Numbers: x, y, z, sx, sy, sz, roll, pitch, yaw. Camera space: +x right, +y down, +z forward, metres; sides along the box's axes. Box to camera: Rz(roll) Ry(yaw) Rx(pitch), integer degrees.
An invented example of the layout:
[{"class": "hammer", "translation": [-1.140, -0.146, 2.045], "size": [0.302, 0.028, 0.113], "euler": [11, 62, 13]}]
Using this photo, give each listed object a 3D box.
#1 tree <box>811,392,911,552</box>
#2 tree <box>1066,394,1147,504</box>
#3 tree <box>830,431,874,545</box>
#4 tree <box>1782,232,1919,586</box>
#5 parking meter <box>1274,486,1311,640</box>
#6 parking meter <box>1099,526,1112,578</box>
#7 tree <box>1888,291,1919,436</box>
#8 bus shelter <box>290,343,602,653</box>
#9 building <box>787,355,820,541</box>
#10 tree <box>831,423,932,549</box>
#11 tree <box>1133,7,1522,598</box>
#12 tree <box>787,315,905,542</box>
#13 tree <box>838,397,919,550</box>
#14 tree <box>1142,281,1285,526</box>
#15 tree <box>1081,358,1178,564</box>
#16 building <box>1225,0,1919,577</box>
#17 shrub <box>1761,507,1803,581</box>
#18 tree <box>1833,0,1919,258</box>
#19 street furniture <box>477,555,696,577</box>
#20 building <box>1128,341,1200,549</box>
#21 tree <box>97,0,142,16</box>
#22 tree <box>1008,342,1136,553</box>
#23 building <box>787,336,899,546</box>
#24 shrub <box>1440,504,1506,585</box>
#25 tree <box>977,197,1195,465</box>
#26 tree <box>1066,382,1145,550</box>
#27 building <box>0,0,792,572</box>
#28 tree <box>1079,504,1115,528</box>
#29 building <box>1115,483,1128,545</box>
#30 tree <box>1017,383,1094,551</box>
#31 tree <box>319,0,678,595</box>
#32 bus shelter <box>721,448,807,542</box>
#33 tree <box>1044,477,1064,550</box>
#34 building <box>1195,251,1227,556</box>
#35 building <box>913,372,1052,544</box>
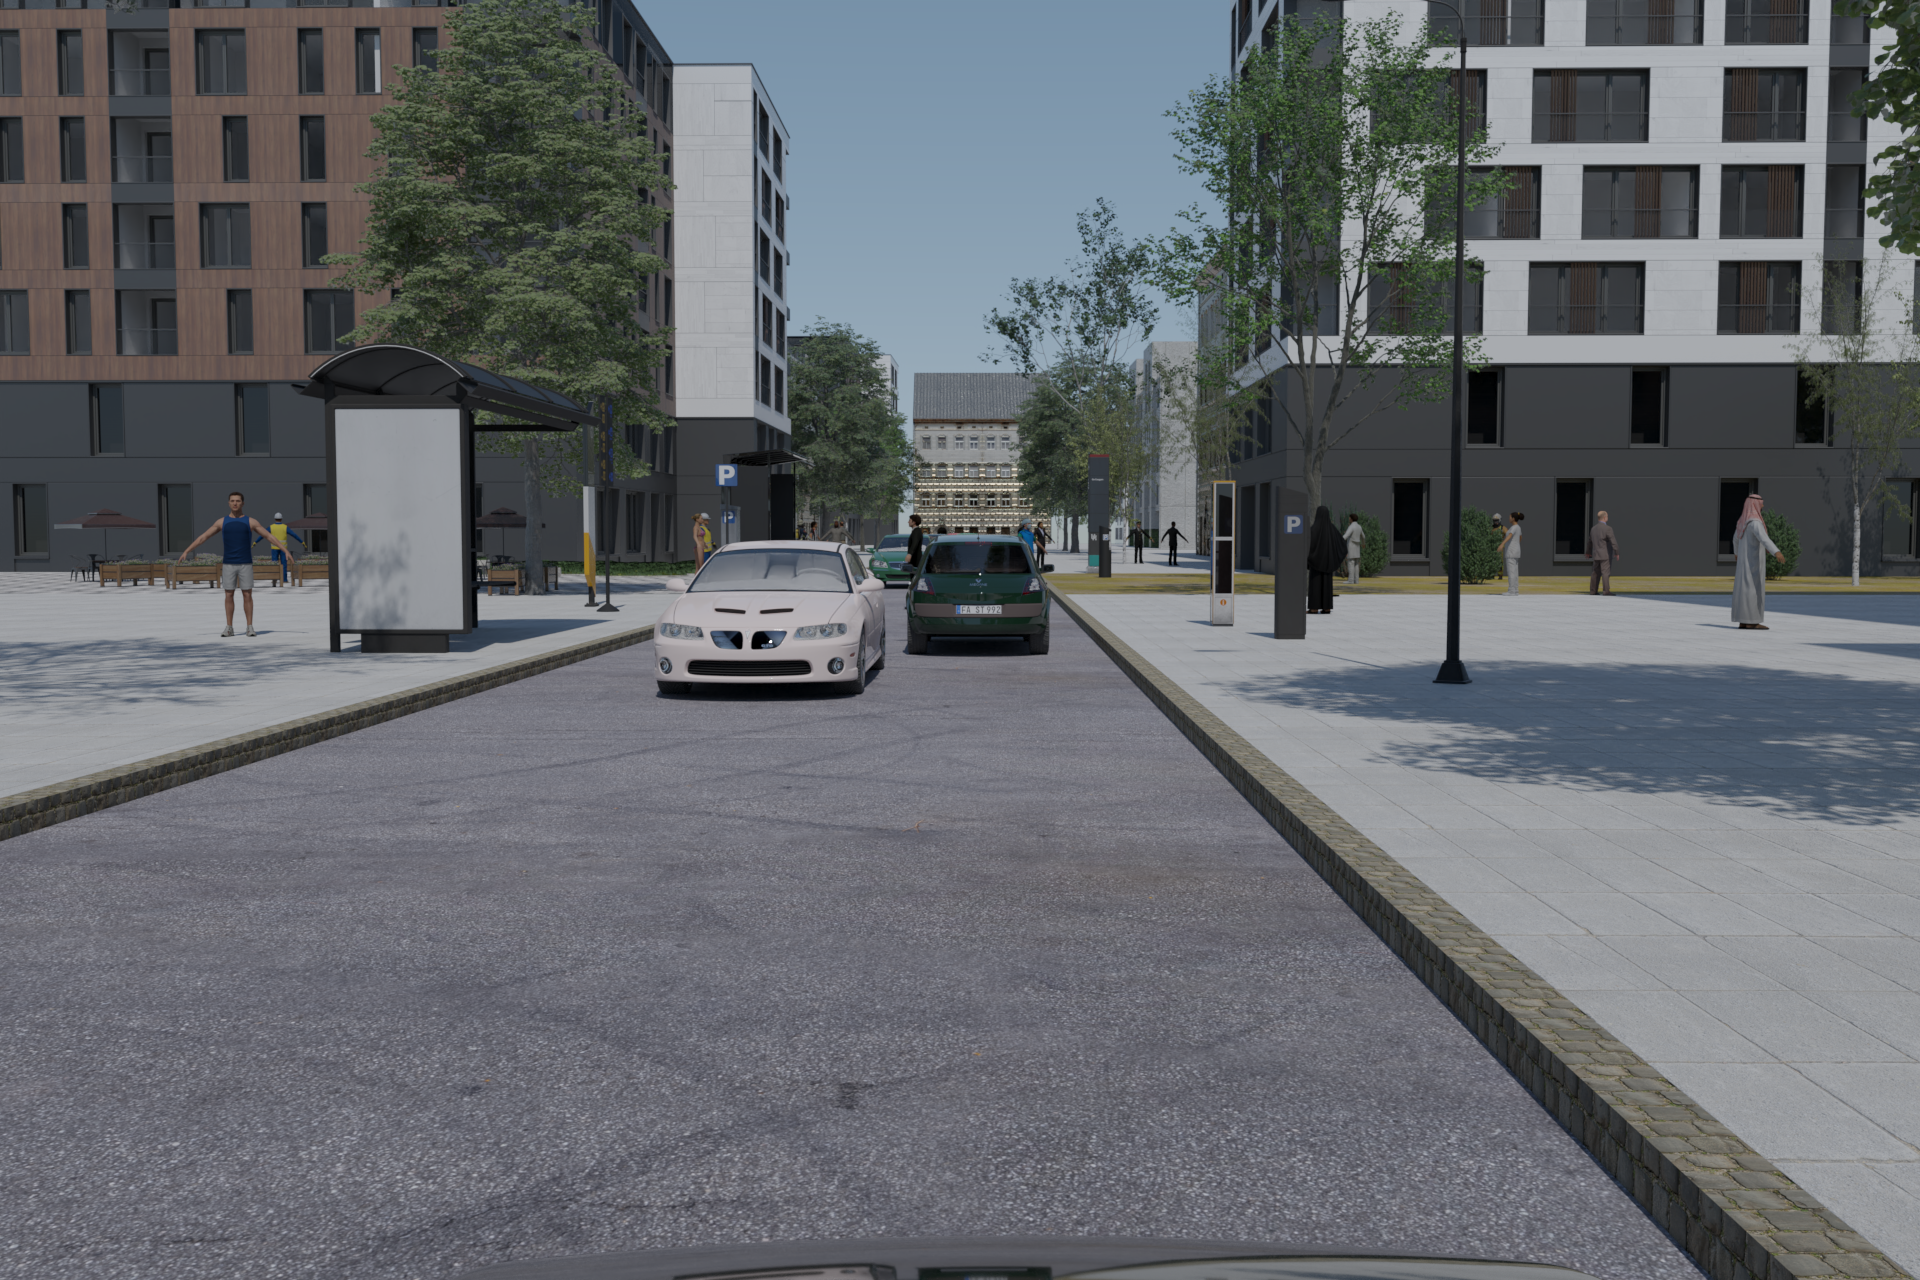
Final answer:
[{"class": "tree", "translation": [-7.157, -12.152, 124.438], "size": [9.928, 11.665, 9.643], "euler": [0, 3, 0]}, {"class": "tree", "translation": [7.052, -8.499, 89.313], "size": [4.360, 8.622, 3.978], "euler": [0, 3, 0]}, {"class": "tree", "translation": [-7.544, -10.156, 116.420], "size": [4.737, 8.622, 4.395], "euler": [0, 3, 0]}, {"class": "tree", "translation": [22.010, -5.650, 42.734], "size": [4.360, 8.622, 3.978], "euler": [0, 3, 0]}, {"class": "parking meter", "translation": [4.051, -0.942, 21.117], "size": [0.399, 1.863, 0.255], "euler": [0, 4, 1]}, {"class": "parking meter", "translation": [4.271, -2.601, 50.945], "size": [0.372, 1.533, 0.369], "euler": [0, 3, 0]}, {"class": "tree", "translation": [27.620, -5.958, 47.769], "size": [4.737, 8.622, 4.395], "euler": [0, 3, 0]}, {"class": "bus shelter", "translation": [-5.996, -1.663, 21.114], "size": [2.014, 3.302, 5.546], "euler": [0, 4, 2]}, {"class": "building", "translation": [-23.480, -20.304, 162.892], "size": [19.493, 23.208, 18.063], "euler": [0, 4, 1]}, {"class": "tree", "translation": [-6.464, -12.278, 135.152], "size": [8.767, 10.594, 7.601], "euler": [0, 4, -3]}, {"class": "tree", "translation": [7.237, -6.686, 35.068], "size": [9.928, 11.665, 9.643], "euler": [0, 3, 0]}, {"class": "tree", "translation": [-7.926, -11.988, 102.665], "size": [9.857, 13.997, 8.962], "euler": [0, 3, 0]}, {"class": "tree", "translation": [-7.046, -13.801, 143.777], "size": [7.486, 12.596, 7.792], "euler": [0, 3, 0]}, {"class": "tree", "translation": [7.768, -6.073, 49.662], "size": [4.360, 8.622, 3.978], "euler": [0, 3, 0]}, {"class": "tree", "translation": [6.779, -7.538, 73.608], "size": [4.360, 8.622, 3.978], "euler": [0, 3, 0]}, {"class": "building", "translation": [24.114, -13.686, 67.741], "size": [27.936, 21.610, 32.646], "euler": [0, 4, 1]}, {"class": "shrub", "translation": [22.373, -2.660, 47.914], "size": [1.690, 2.028, 1.600], "euler": [0, 3, 0]}, {"class": "tree", "translation": [6.033, -5.466, 7.494], "size": [7.486, 12.596, 7.792], "euler": [0, 3, 0]}, {"class": "street furniture", "translation": [-11.873, -2.349, 54.033], "size": [10.072, 0.657, 5.734], "euler": [0, 4, -7]}, {"class": "building", "translation": [26.057, -18.409, 167.437], "size": [16.747, 18.905, 31.486], "euler": [0, 4, 1]}, {"class": "tree", "translation": [-8.946, -6.108, 10.239], "size": [12.009, 13.543, 11.850], "euler": [0, 3, 0]}, {"class": "tree", "translation": [7.844, -12.839, 116.575], "size": [9.857, 13.997, 8.962], "euler": [0, 3, 0]}, {"class": "building", "translation": [-21.854, -21.476, 195.112], "size": [27.936, 21.610, 32.646], "euler": [0, 4, 2]}, {"class": "shrub", "translation": [13.041, -2.452, 44.130], "size": [1.661, 2.075, 1.752], "euler": [0, 3, 0]}, {"class": "tree", "translation": [7.252, -14.948, 100.295], "size": [12.611, 20.169, 13.585], "euler": [0, 3, 0]}, {"class": "tree", "translation": [7.190, -8.130, 83.290], "size": [4.737, 8.622, 4.395], "euler": [0, 3, 0]}, {"class": "building", "translation": [-22.984, -14.046, 73.628], "size": [27.936, 21.610, 32.646], "euler": [0, 4, 1]}, {"class": "tree", "translation": [18.879, -19.234, 232.597], "size": [7.486, 12.596, 7.792], "euler": [0, 3, 0]}, {"class": "building", "translation": [24.258, -16.370, 209.794], "size": [9.099, 9.664, 28.070], "euler": [0, 4, 1]}, {"class": "tree", "translation": [7.956, -12.943, 129.752], "size": [7.486, 12.596, 7.792], "euler": [0, 3, 0]}, {"class": "tree", "translation": [-9.267, -7.198, 35.814], "size": [7.486, 12.596, 7.792], "euler": [0, 3, 0]}, {"class": "bus shelter", "translation": [-5.645, -3.627, 50.577], "size": [1.731, 3.624, 6.357], "euler": [0, 4, 1]}, {"class": "tree", "translation": [7.889, -11.810, 143.455], "size": [4.360, 8.622, 3.978], "euler": [0, 3, 0]}, {"class": "building", "translation": [23.472, -16.170, 95.300], "size": [19.493, 23.208, 18.063], "euler": [0, 4, 1]}, {"class": "building", "translation": [2.861, -24.522, 234.314], "size": [18.063, 23.208, 19.493], "euler": [0, 4, 0]}]
